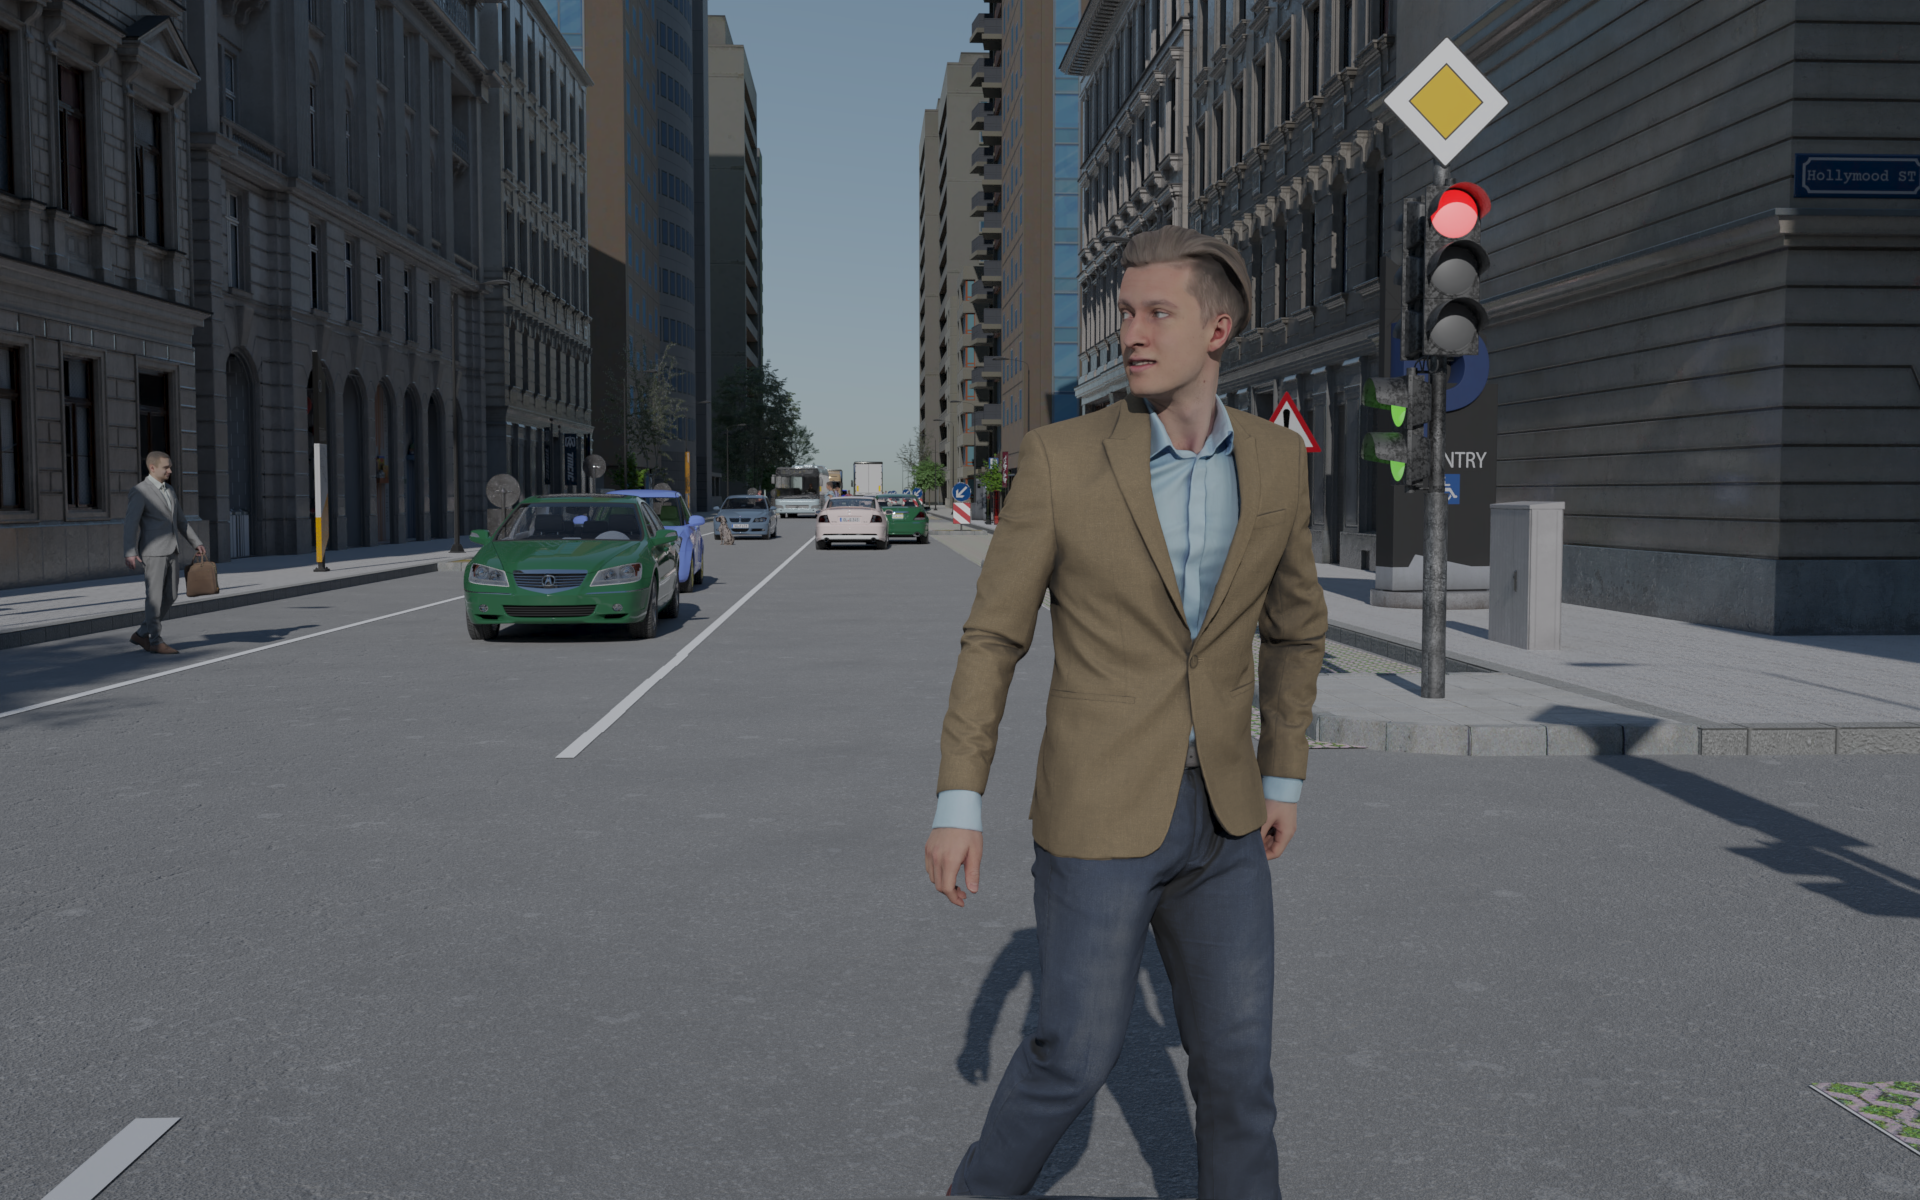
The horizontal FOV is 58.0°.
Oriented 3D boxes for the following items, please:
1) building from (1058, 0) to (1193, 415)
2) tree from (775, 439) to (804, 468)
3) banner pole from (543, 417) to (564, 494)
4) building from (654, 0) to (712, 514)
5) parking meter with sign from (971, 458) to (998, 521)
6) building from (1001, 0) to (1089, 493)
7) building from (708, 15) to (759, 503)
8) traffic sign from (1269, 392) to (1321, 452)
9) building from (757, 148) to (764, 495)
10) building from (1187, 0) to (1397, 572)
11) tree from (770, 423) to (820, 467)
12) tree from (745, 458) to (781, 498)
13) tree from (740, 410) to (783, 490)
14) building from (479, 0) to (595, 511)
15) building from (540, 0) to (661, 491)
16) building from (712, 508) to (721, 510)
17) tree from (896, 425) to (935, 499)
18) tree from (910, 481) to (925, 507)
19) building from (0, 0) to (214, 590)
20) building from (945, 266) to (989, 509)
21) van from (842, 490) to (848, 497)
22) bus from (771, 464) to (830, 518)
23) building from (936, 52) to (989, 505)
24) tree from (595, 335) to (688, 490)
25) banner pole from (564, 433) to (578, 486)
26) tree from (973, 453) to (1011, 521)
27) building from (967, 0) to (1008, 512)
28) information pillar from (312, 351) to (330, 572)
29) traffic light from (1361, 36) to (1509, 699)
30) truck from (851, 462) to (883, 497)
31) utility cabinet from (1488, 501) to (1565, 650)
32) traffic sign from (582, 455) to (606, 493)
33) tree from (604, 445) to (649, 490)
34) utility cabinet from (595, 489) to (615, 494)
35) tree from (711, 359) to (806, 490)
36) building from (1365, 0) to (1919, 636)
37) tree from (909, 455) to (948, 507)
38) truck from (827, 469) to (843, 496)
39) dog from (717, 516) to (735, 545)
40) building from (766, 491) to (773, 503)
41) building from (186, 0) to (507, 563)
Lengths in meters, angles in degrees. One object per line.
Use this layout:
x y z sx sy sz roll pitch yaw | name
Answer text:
9.145 -13.133 65.634 10.553 20.767 40.483 0 4 -3 | building
-20.444 -15.370 201.657 4.737 8.622 4.395 0 3 0 | tree
-13.466 -4.086 56.817 0.401 3.779 0.863 -3 4 -37 | banner pole
-28.070 -34.868 112.084 21.231 58.520 28.212 0 4 -3 | building
1.140 -5.374 84.132 0.543 3.016 1.738 -2 4 -33 | parking meter with sign
9.738 -27.202 94.865 14.600 45.320 14.200 0 4 -3 | building
-32.311 -34.020 179.927 21.300 48.544 21.600 0 4 -3 | building
4.159 -1.354 22.141 0.884 2.594 0.081 0 4 3 | traffic sign
-29.971 -31.486 198.397 14.154 41.232 14.086 0 4 -3 | building
11.056 -11.441 36.204 9.793 20.994 18.267 0 4 -3 | building
-23.241 -19.051 237.232 9.928 11.665 9.643 0 3 0 | tree
-17.694 -10.544 156.104 4.285 4.588 4.351 0 3 0 | tree
-17.493 -12.291 151.318 4.360 8.622 3.978 0 3 0 | tree
-19.762 -13.142 64.014 9.793 20.994 18.267 0 4 -3 | building
-23.708 -26.974 91.132 14.600 45.320 14.200 0 4 -3 | building
-35.840 -27.304 138.305 32.217 40.220 23.993 0 4 -3 | building
-4.333 -14.056 180.173 4.360 8.622 3.978 0 3 0 | tree
-4.082 -10.914 173.045 1.663 3.219 1.824 0 3 0 | tree
-17.372 -9.536 20.549 10.561 19.102 19.286 0 4 -3 | building
13.235 -18.447 146.644 27.650 21.520 28.899 0 4 -3 | building
-16.255 -14.226 236.985 2.240 2.365 5.245 0 4 -2 | van
-9.566 -6.784 105.776 2.948 3.499 13.247 0 4 -2 | bus
8.748 -34.508 187.901 21.300 48.544 21.600 0 4 -3 | building
-14.294 -7.881 79.222 4.360 8.622 3.978 0 3 0 | tree
-14.255 -4.447 62.731 0.863 3.779 0.401 -2 4 -28 | banner pole
1.662 -5.320 81.583 1.663 3.219 1.824 0 3 0 | tree
12.027 -28.251 116.536 22.147 44.769 28.867 0 4 -3 | building
-10.574 -2.281 28.642 0.183 3.616 0.504 0 4 -6 | information pillar
2.965 -1.339 10.811 0.839 4.253 0.868 0 4 -3 | traffic light
-8.272 -10.142 154.731 2.839 4.237 11.283 0 4 -4 | truck
4.786 -0.217 14.702 0.306 1.237 1.020 0 4 -1 | utility cabinet
-11.770 -3.402 55.731 0.768 2.556 0.104 0 4 3 | traffic sign
-13.048 -4.538 68.796 1.663 3.219 1.824 0 3 0 | tree
-14.731 -3.868 71.919 0.318 1.500 1.173 1 4 18 | utility cabinet
-19.311 -15.635 162.289 9.857 13.997 8.962 0 3 0 | tree
23.976 -12.349 20.986 34.723 24.649 14.460 0 4 -3 | building
-2.705 -10.022 147.571 4.285 4.588 4.351 0 3 0 | tree
-14.758 -12.821 198.544 2.839 4.237 11.283 0 4 -3 | truck
-6.609 -1.952 48.760 0.513 0.831 0.800 0 4 -6 | dog
-39.755 -32.145 217.453 32.217 40.220 23.993 0 4 -3 | building
-20.214 -12.278 42.551 13.314 21.916 24.055 0 4 -3 | building
